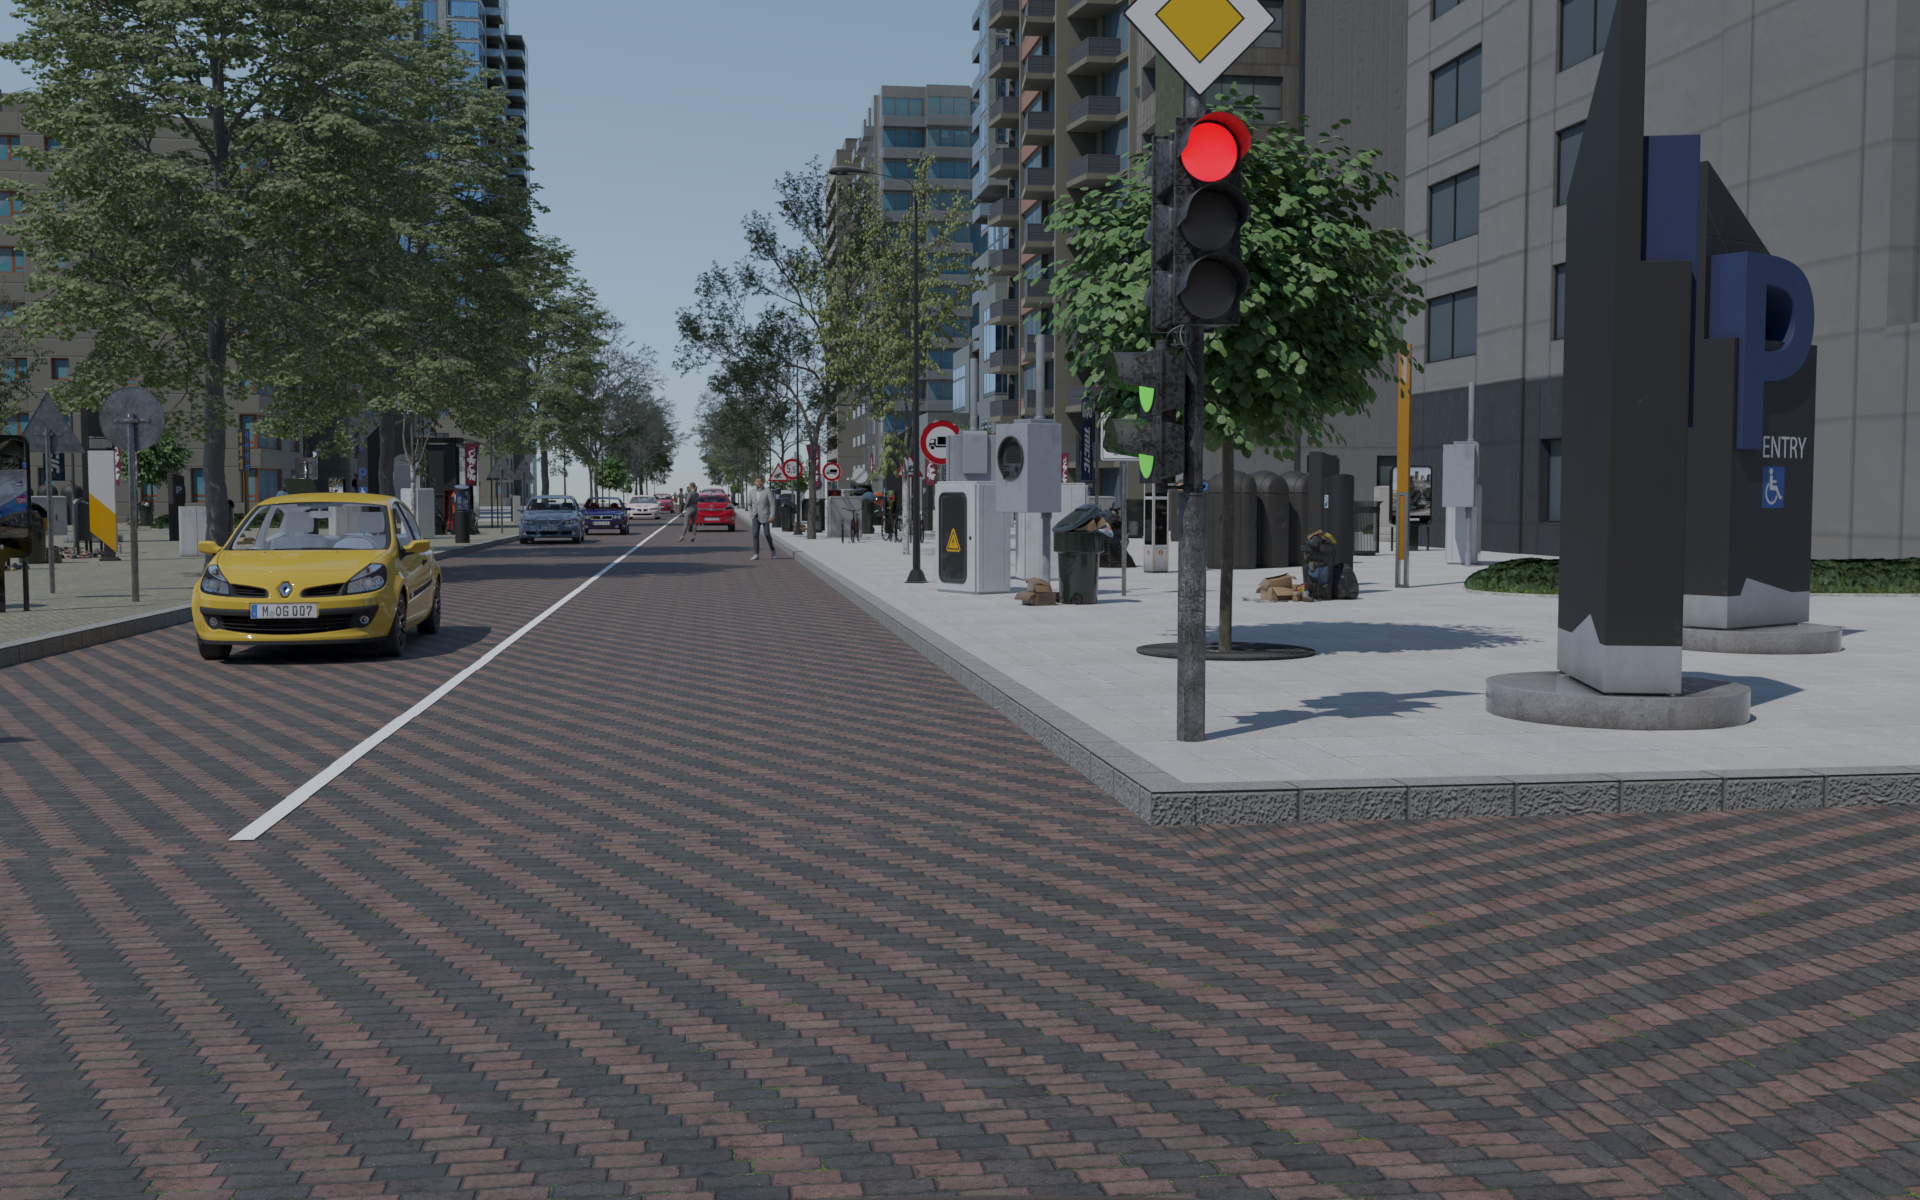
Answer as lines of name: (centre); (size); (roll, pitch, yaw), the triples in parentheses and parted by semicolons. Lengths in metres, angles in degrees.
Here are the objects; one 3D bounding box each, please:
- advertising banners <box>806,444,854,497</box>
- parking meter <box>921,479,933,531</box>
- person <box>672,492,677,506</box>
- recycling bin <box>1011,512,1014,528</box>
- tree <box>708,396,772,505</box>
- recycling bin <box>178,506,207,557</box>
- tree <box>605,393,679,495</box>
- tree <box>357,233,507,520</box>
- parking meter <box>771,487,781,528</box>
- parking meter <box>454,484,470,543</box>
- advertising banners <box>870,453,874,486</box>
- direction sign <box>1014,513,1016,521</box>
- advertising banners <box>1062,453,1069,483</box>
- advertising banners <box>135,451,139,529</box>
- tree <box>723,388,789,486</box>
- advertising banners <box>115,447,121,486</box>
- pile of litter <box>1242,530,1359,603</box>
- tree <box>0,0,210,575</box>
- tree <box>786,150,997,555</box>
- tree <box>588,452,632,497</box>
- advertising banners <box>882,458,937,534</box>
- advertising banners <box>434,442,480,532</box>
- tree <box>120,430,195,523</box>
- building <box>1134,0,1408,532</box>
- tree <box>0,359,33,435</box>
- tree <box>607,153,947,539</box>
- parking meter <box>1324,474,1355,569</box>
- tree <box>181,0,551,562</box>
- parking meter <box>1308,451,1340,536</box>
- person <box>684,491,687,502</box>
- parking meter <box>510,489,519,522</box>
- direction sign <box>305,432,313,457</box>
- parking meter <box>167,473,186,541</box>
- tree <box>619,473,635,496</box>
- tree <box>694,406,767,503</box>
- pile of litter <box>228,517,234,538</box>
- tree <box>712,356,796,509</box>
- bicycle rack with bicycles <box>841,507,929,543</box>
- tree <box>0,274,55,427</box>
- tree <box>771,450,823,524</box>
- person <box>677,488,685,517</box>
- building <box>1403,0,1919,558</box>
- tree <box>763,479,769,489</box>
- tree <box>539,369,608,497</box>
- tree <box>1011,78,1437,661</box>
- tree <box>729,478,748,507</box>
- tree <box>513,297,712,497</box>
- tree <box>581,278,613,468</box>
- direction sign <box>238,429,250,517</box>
advertising banners: (-4.392, -3.967, 61.056); (2.074, 3.025, 0.090); (0, 4, -1)
parking meter: (-1.138, -3.336, 60.263); (0.255, 1.863, 0.399); (-2, 4, -35)
person: (-35.097, -12.484, 213.348); (1.217, 1.736, 0.721); (-1, 4, -15)
recycling bin: (1.618, -3.301, 66.530); (0.722, 1.027, 0.722); (-1, 4, -21)
tree: (-25.564, -17.203, 199.398); (7.486, 12.596, 7.792); (0, 3, 0)
recycling bin: (-15.667, -1.420, 35.774); (0.722, 1.027, 0.722); (-1, 4, -11)
tree: (-39.413, -18.755, 213.298); (9.857, 13.997, 8.962); (0, 3, 0)
tree: (-14.307, -5.844, 45.908); (4.360, 8.622, 3.978); (0, 3, 0)
parking meter: (-6.990, -3.518, 65.936); (0.372, 1.533, 0.369); (0, 3, 0)
parking meter: (-13.033, -2.258, 45.337); (0.372, 1.533, 0.369); (0, 3, 0)
advertising banners: (-4.022, -4.847, 75.435); (0.090, 3.025, 2.074); (-1, 4, -16)
direction sign: (2.657, -5.629, 84.032); (0.379, 3.537, 0.876); (1, 4, 13)
advertising banners: (4.046, -4.762, 74.039); (0.090, 3.025, 2.074); (-2, 4, -32)
advertising banners: (-30.660, -4.177, 64.487); (0.090, 3.025, 2.074); (-2, 4, -26)
tree: (-12.442, -9.564, 106.730); (4.360, 8.622, 3.978); (0, 3, 0)
advertising banners: (-27.407, -3.620, 55.379); (2.074, 3.025, 0.090); (2, 4, 31)
pile of litter: (4.144, -0.435, 21.079); (1.719, 0.858, 1.176); (-1, 4, -22)
tree: (-11.728, -6.708, 27.798); (7.486, 12.596, 7.792); (0, 3, 0)
tree: (-1.388, -5.268, 36.492); (4.737, 8.622, 4.395); (0, 3, 0)
tree: (-27.430, -9.305, 135.857); (4.285, 4.588, 4.351); (0, 3, 0)
advertising banners: (-1.585, -3.656, 55.971); (2.074, 3.025, 0.090); (2, 4, 26)
advertising banners: (-17.231, -3.811, 58.501); (2.074, 3.025, 0.090); (-2, 4, -27)
tree: (-33.786, -5.421, 72.347); (4.285, 4.588, 4.351); (0, 3, 0)
building: (13.598, -17.925, 64.772); (14.160, 30.474, 14.107); (-1, 4, -8)
tree: (-42.813, -7.620, 74.957); (4.737, 8.622, 4.395); (0, 3, 0)
tree: (-4.289, -6.978, 48.496); (8.767, 10.594, 7.601); (1, 4, 8)
parking meter: (4.846, -0.840, 22.149); (0.372, 1.533, 0.369); (0, 3, 0)
tree: (-12.542, -7.390, 38.958); (7.486, 12.596, 7.792); (0, 3, 0)
parking meter: (5.010, -1.109, 23.836); (0.399, 1.863, 0.255); (-2, 4, -33)
person: (-36.324, -13.530, 229.804); (1.350, 1.814, 0.705); (-3, 4, -38)
parking meter: (-20.615, -4.391, 80.197); (0.372, 1.533, 0.369); (0, 3, 0)
direction sign: (-21.518, -3.997, 57.344); (0.379, 3.537, 0.876); (0, 4, -8)
parking meter: (-21.449, -2.553, 47.449); (0.255, 1.863, 0.399); (2, 4, 34)
tree: (-29.720, -9.831, 155.334); (1.663, 3.219, 1.824); (0, 3, 0)
tree: (-30.493, -19.898, 231.993); (9.857, 13.997, 8.962); (0, 3, 0)
pile of litter: (-18.690, -1.866, 44.481); (1.176, 0.858, 1.719); (0, 4, -4)
tree: (-18.946, -14.635, 149.644); (12.009, 13.543, 11.850); (0, 3, 0)
bicycle rack with bicycles: (-2.110, -2.000, 46.089); (2.852, 0.926, 2.925); (0, 4, -3)
tree: (-32.295, -6.534, 57.198); (4.360, 8.622, 3.978); (0, 3, 0)
tree: (-7.024, -4.928, 75.178); (1.663, 3.219, 1.824); (0, 3, 0)
person: (-17.382, -6.099, 108.213); (0.705, 1.824, 1.348); (1, 4, 23)
building: (22.598, -36.361, 32.760); (20.611, 71.187, 20.563); (-1, 4, -8)
tree: (-10.249, -6.261, 96.973); (1.663, 3.219, 1.824); (0, 3, 0)
tree: (-25.464, -11.364, 120.214); (8.767, 10.594, 7.601); (0, 4, 8)
tree: (2.058, -1.844, 13.868); (4.285, 4.588, 4.351); (0, 3, 0)
tree: (-22.604, -11.212, 177.919); (1.663, 3.219, 1.824); (0, 3, 0)
tree: (-22.647, -12.048, 107.347); (12.009, 13.543, 11.850); (0, 3, 0)
tree: (-18.662, -9.664, 76.136); (7.486, 12.596, 7.792); (0, 3, 0)
direction sign: (-24.890, -4.176, 60.271); (0.876, 3.537, 0.379); (3, 5, 44)
